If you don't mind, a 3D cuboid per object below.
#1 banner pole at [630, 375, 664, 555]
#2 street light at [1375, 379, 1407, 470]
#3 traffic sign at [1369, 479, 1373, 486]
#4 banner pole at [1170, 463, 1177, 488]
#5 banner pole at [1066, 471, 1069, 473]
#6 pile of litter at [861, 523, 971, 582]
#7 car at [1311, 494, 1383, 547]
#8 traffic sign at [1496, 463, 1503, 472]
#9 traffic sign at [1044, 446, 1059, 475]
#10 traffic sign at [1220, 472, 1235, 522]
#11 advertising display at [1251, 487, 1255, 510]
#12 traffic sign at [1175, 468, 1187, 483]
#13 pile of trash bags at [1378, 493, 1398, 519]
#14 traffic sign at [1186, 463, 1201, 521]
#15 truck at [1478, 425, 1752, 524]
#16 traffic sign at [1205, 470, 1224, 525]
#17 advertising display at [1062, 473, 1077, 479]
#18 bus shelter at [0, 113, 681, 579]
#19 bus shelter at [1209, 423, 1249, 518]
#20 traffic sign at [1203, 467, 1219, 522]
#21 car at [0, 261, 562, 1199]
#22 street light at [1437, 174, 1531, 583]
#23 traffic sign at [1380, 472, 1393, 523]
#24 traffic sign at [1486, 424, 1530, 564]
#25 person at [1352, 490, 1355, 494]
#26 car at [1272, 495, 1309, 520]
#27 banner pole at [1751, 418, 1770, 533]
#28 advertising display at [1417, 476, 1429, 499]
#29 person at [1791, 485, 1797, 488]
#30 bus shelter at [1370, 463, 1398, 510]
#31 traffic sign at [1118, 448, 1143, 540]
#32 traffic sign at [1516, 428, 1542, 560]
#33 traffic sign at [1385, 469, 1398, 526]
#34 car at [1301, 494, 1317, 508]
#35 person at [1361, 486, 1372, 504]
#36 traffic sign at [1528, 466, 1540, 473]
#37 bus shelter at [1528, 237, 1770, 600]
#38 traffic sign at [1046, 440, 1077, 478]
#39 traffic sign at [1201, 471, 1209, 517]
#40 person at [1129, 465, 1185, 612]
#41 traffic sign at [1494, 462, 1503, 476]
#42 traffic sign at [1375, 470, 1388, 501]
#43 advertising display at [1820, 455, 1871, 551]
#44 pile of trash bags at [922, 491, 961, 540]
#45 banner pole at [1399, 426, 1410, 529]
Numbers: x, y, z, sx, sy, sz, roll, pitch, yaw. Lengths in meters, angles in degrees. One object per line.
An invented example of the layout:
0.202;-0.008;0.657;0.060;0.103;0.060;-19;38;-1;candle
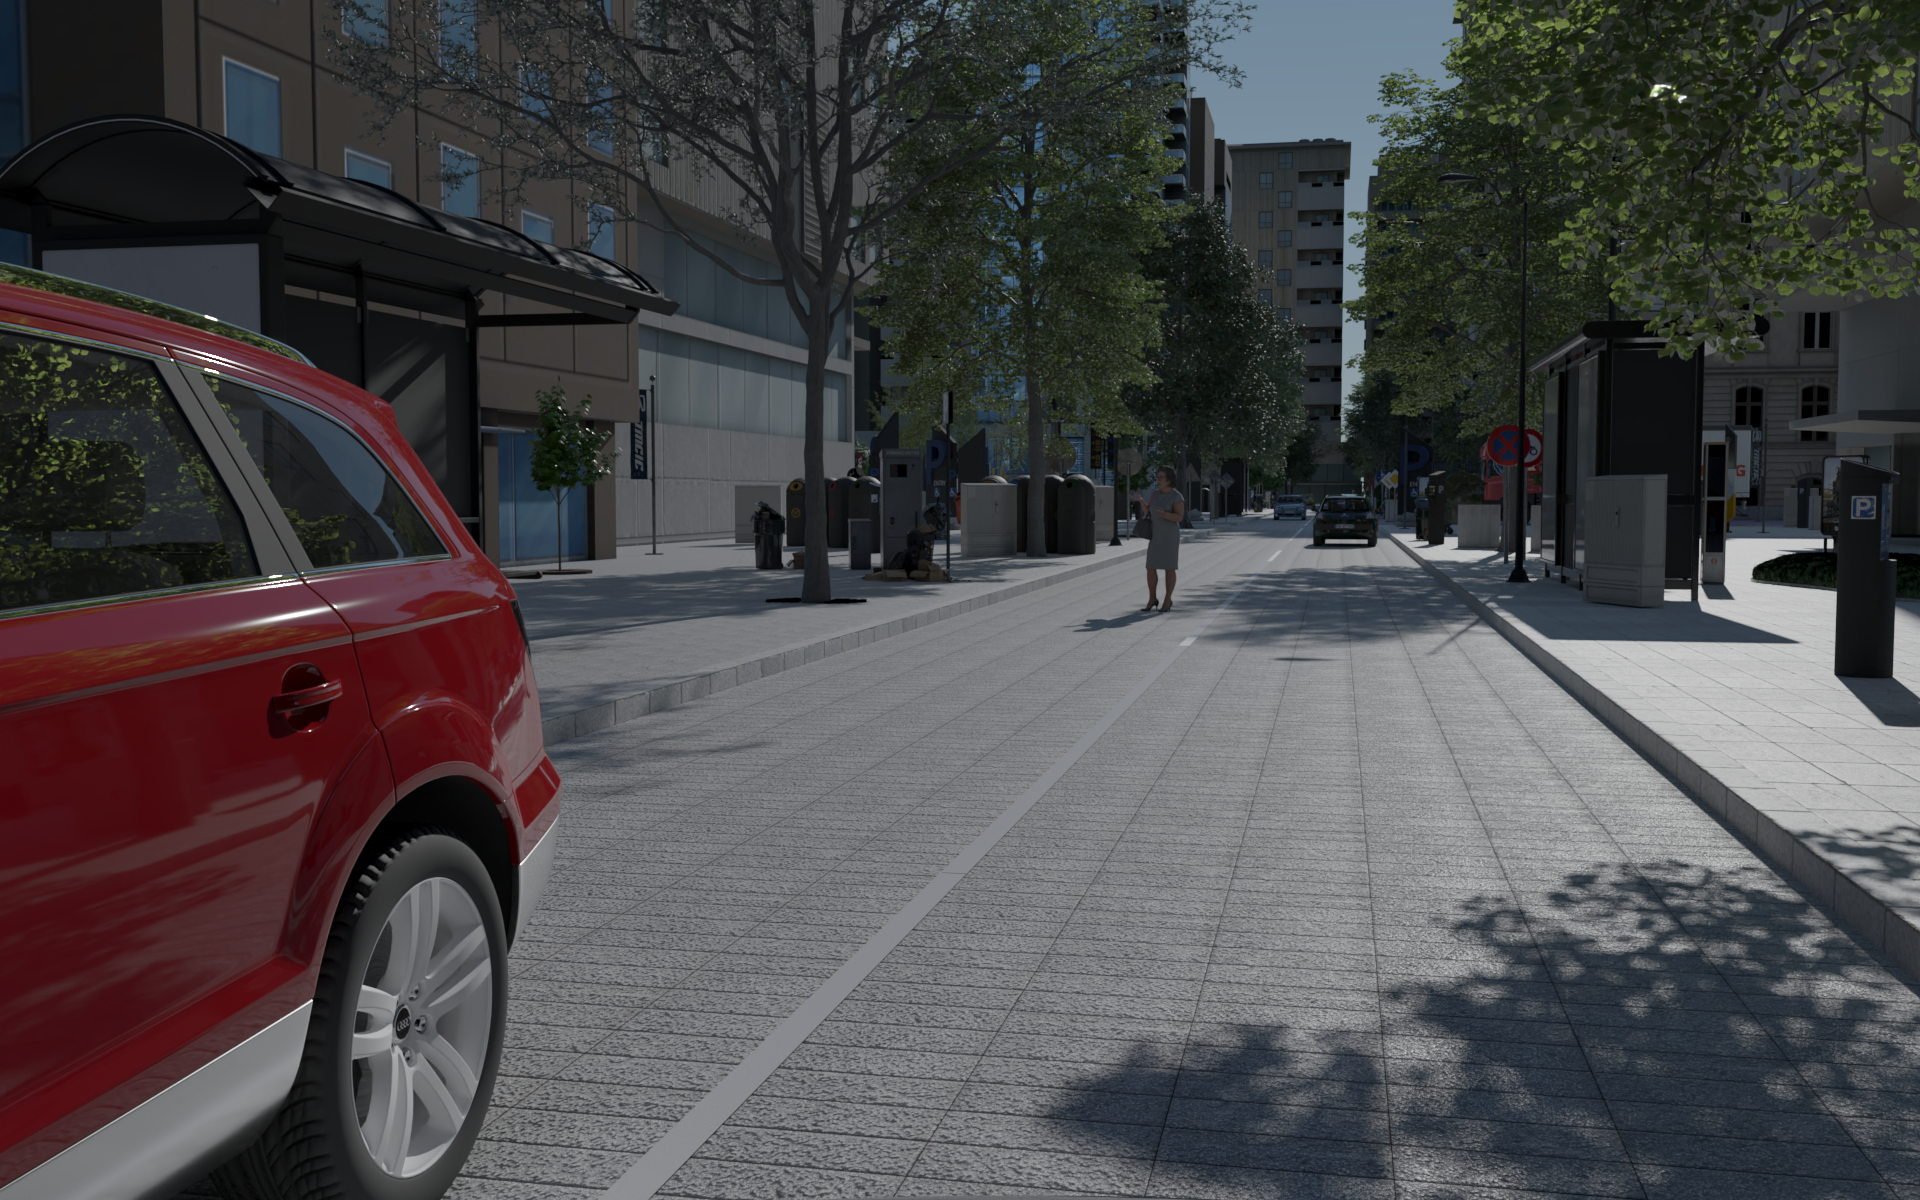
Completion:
-6.624;-2.838;36.417;0.401;3.779;0.863;3;5;39;banner pole
17.458;-5.959;69.967;1.470;5.913;1.316;1;4;12;street light
28.761;-7.342;120.145;0.768;2.556;0.104;1;4;21;traffic sign
10.013;-5.530;80.432;0.863;3.779;0.401;1;4;12;banner pole
6.206;-6.720;99.885;0.401;3.779;0.863;0;4;-8;banner pole
-0.671;-0.714;25.639;1.719;0.858;1.176;3;5;44;pile of litter
10.854;-2.377;48.653;2.009;1.686;4.222;1;4;14;car
13.781;-2.645;43.349;0.768;2.556;0.104;1;4;20;traffic sign
2.419;-2.788;45.690;0.768;2.556;0.104;1;4;18;traffic sign
12.201;-4.630;79.348;0.795;2.450;0.064;1;4;12;traffic sign
23.275;-8.099;137.637;0.123;1.923;0.974;0;4;-4;advertising display
10.006;-4.869;79.615;0.884;2.594;0.081;1;4;16;traffic sign
22.232;-4.777;87.859;1.912;1.369;3.447;1;4;10;pile of trash bags
9.566;-4.404;72.003;0.884;2.594;0.081;1;4;20;traffic sign
26.936;-5.130;72.789;11.283;4.237;2.839;1;4;13;truck
10.501;-4.153;71.545;0.795;2.450;0.064;1;4;12;traffic sign
3.265;-2.986;54.040;0.974;1.923;0.123;-3;4;-36;advertising display
-3.894;-1.103;11.957;2.014;3.302;5.546;1;4;12;bus shelter
15.228;-7.350;97.810;2.179;5.291;8.768;1;4;12;bus shelter
11.592;-4.890;80.050;0.768;2.556;0.104;1;4;19;traffic sign
-2.293;0.402;2.096;2.281;1.827;5.304;1;4;10;car
7.610;-3.219;25.171;1.470;5.913;1.316;1;4;12;street light
19.275;-4.535;77.792;0.795;2.450;0.064;1;4;12;traffic sign
10.031;-1.935;31.738;0.768;2.556;0.104;1;4;16;traffic sign
32.451;-8.206;143.154;0.515;1.767;0.782;2;4;24;person
18.282;-5.127;95.829;2.014;1.417;4.499;1;4;12;car
26.381;-4.105;57.131;0.401;3.779;0.863;-1;4;-17;banner pole
17.036;-3.519;62.742;0.974;1.923;0.123;-1;4;-8;advertising display
33.008;-3.664;68.646;0.529;1.795;0.600;0;4;6;person
28.449;-7.446;115.659;2.014;3.302;5.546;1;4;12;bus shelter
4.679;-2.937;48.121;0.768;2.556;0.104;1;4;13;traffic sign
10.978;-2.052;33.649;0.768;2.556;0.104;1;4;15;traffic sign
17.576;-4.058;69.989;0.795;2.450;0.064;1;4;12;traffic sign
36.743;-10.589;183.350;2.015;1.641;3.980;1;4;13;car
18.418;-4.272;78.588;0.600;1.795;0.529;-2;4;-28;person
14.348;-2.707;44.264;0.884;2.594;0.081;1;4;20;traffic sign
9.491;-2.896;24.984;2.179;5.291;8.768;1;4;12;bus shelter
2.376;-2.494;40.889;0.768;2.556;0.104;1;4;21;traffic sign
13.693;-6.008;98.231;0.884;2.594;0.081;1;4;17;traffic sign
2.358;-0.748;21.091;0.716;1.782;0.532;3;5;45;person
15.787;-3.052;50.013;0.768;2.556;0.104;1;4;13;traffic sign
22.575;-5.651;92.504;0.768;2.556;0.104;1;4;19;traffic sign
14.670;-1.438;28.728;0.123;1.923;0.974;-1;4;-13;advertising display
-0.889;-2.342;48.038;3.447;1.369;1.912;3;5;42;pile of trash bags
16.439;-4.520;63.920;0.401;3.779;0.863;1;4;13;banner pole
